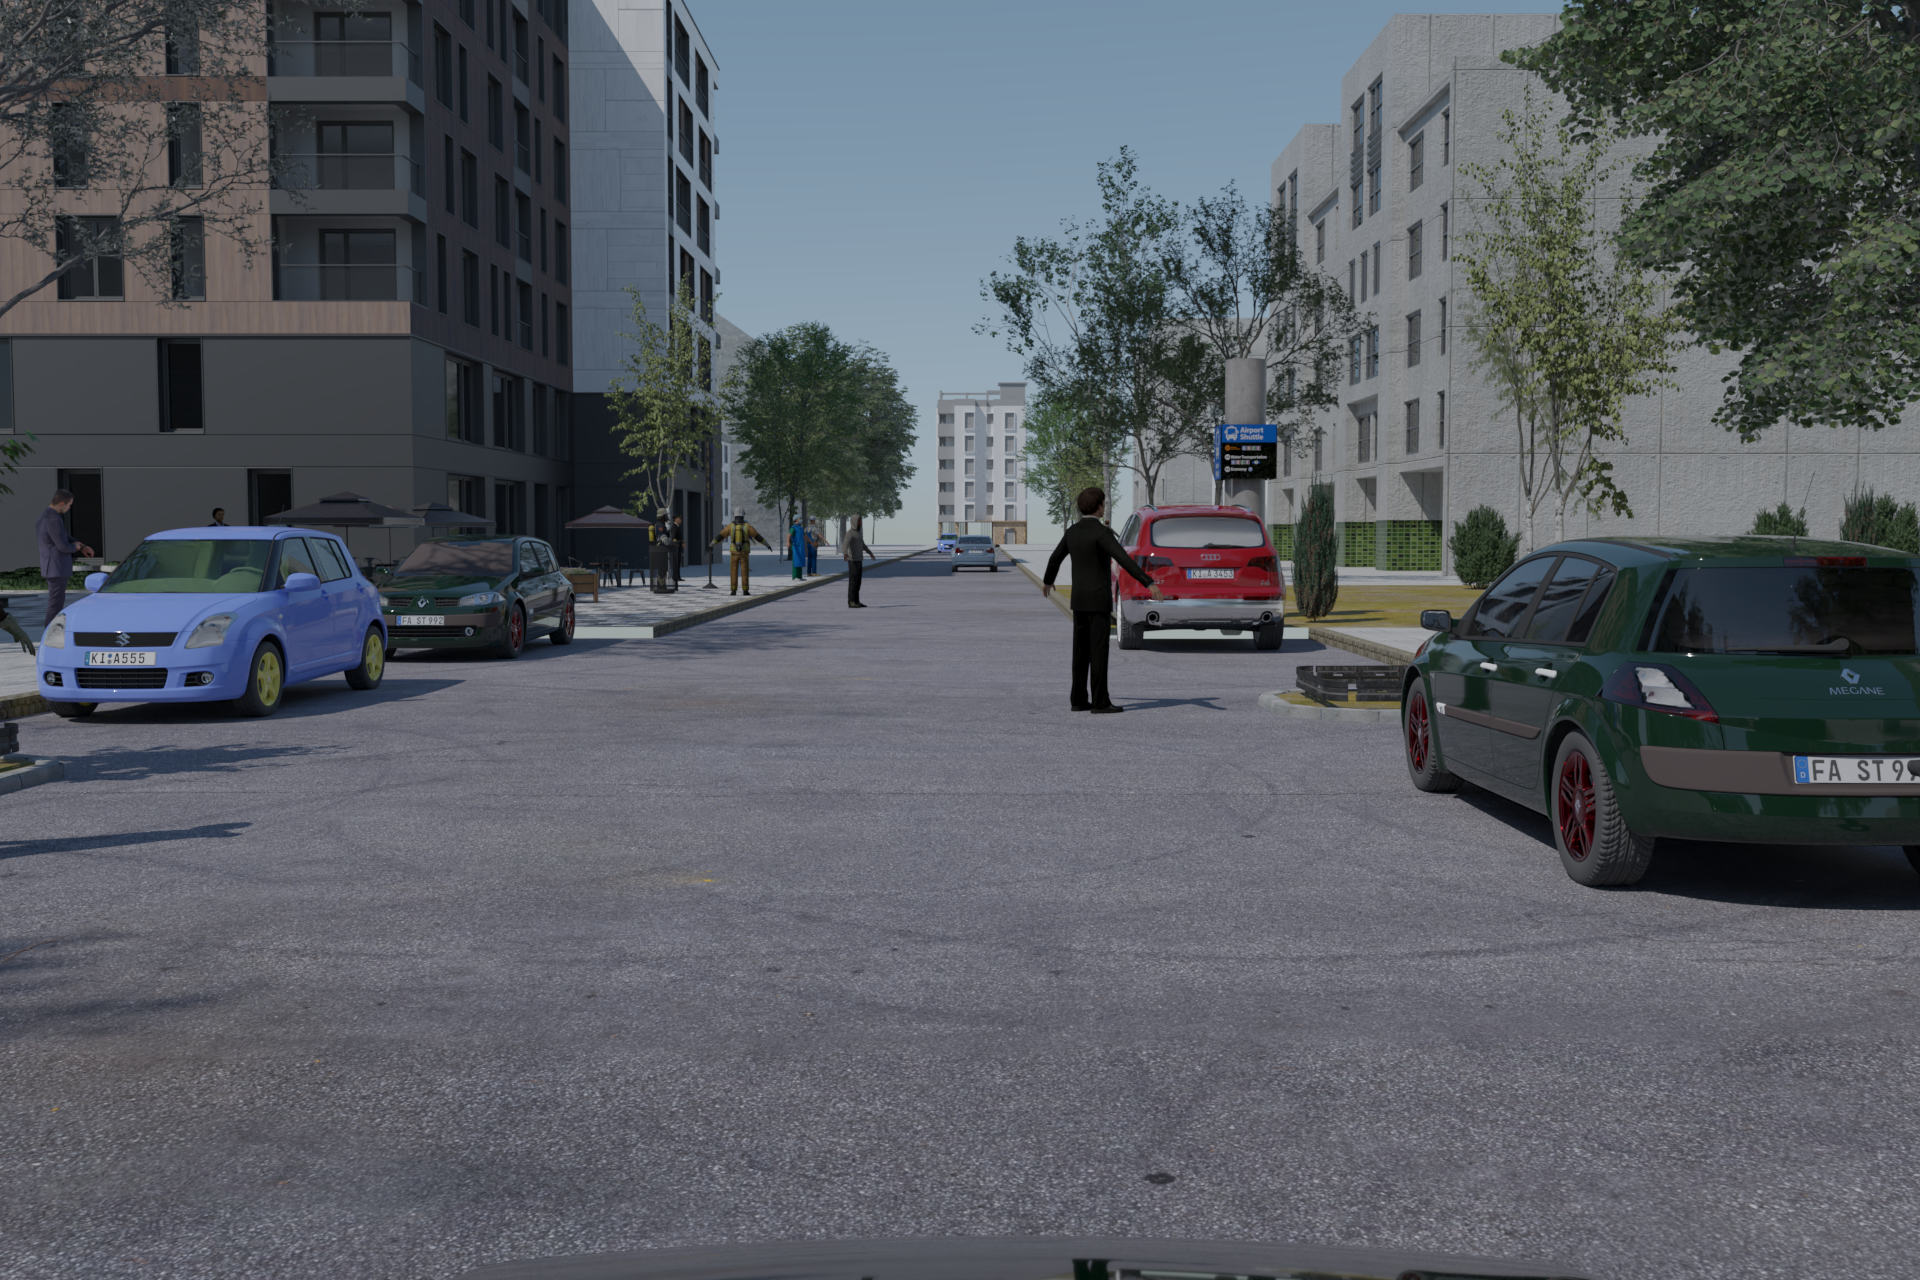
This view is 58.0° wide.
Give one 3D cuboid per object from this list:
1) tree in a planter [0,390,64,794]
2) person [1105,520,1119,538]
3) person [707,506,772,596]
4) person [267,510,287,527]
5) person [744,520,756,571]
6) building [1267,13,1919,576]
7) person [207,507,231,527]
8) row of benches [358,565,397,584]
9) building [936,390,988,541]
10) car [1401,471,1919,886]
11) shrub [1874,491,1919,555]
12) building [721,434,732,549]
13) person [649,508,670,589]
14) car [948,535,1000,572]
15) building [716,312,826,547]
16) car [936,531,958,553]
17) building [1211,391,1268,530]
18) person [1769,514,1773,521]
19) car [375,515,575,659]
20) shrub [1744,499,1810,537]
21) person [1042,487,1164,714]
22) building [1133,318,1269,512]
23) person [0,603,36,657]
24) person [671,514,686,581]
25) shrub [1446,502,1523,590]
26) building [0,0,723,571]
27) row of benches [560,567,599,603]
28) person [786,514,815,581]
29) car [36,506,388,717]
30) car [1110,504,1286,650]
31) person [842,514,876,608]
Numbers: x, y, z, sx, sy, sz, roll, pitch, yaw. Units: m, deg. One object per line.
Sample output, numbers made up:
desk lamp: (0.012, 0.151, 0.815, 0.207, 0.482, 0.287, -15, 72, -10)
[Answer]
tree in a planter: (-6.271, -0.759, 9.625, 1.991, 3.239, 1.994, 0, 4, 1)
person: (5.281, -3.431, 62.363, 1.348, 1.796, 0.705, -1, 4, -12)
person: (-4.589, -1.854, 36.075, 1.354, 1.858, 0.705, 0, 4, -3)
person: (-14.626, -1.901, 37.270, 1.347, 1.806, 0.705, 2, 4, 24)
person: (-7.335, -3.272, 59.964, 0.721, 1.772, 1.216, -2, 4, -28)
building: (23.166, -12.306, 67.661, 16.747, 18.905, 31.486, 0, 4, 0)
person: (-12.774, -1.423, 29.982, 1.216, 1.740, 0.721, -3, 5, -42)
row of benches: (-11.989, -1.142, 34.132, 4.104, 0.672, 1.422, 3, 4, 36)
building: (-2.719, -22.093, 220.104, 11.380, 20.090, 16.016, 0, 4, 3)
car: (3.379, 0.083, 8.426, 2.009, 1.686, 4.222, 0, 4, 1)
shrub: (17.041, -1.700, 31.835, 1.661, 2.075, 1.752, 0, 3, 0)
building: (-24.165, -12.666, 149.236, 9.099, 9.664, 28.070, 0, 4, 1)
person: (-6.602, -2.008, 38.605, 0.705, 1.856, 1.354, -1, 4, -16)
car: (0.546, -3.318, 66.244, 2.014, 1.417, 4.499, 0, 4, 0)
building: (-24.068, -21.291, 179.033, 19.493, 23.208, 18.063, 0, 4, 1)
car: (-0.813, -7.366, 130.019, 1.945, 1.707, 3.694, 0, 4, 1)
building: (21.058, -9.757, 101.681, 9.099, 9.664, 28.070, 0, 4, 1)
person: (21.179, -2.414, 45.608, 0.704, 1.843, 1.345, 2, 4, 29)
car: (-5.923, -0.693, 21.123, 2.009, 1.686, 4.222, 0, 4, 1)
shrub: (18.690, -2.168, 39.493, 1.661, 2.075, 1.752, 0, 3, 0)
person: (1.082, -0.323, 13.932, 0.705, 1.806, 1.347, -3, 5, -39)
building: (24.666, -17.356, 150.236, 16.747, 18.905, 31.486, 0, 4, 1)
person: (-4.691, 0.075, 7.361, 1.346, 1.812, 0.704, -1, 4, -13)
person: (-7.660, -2.516, 47.069, 0.705, 1.837, 1.347, 0, 4, 1)
shrub: (12.160, -2.187, 40.178, 1.690, 2.028, 1.600, 0, 3, 0)
building: (-24.536, -13.234, 60.347, 27.936, 21.610, 32.646, 0, 4, 0)
row of benches: (-8.113, -1.105, 33.525, 1.422, 0.672, 4.104, -3, 4, -37)
person: (-4.383, -2.508, 47.127, 0.704, 1.817, 1.347, 2, 4, 28)
car: (-6.237, -0.312, 14.689, 1.945, 1.707, 3.694, 0, 4, 1)
car: (2.991, -0.876, 22.993, 2.281, 1.827, 5.304, 0, 4, 1)
person: (-2.004, -1.532, 33.626, 0.705, 1.813, 1.348, 1, 4, 21)
